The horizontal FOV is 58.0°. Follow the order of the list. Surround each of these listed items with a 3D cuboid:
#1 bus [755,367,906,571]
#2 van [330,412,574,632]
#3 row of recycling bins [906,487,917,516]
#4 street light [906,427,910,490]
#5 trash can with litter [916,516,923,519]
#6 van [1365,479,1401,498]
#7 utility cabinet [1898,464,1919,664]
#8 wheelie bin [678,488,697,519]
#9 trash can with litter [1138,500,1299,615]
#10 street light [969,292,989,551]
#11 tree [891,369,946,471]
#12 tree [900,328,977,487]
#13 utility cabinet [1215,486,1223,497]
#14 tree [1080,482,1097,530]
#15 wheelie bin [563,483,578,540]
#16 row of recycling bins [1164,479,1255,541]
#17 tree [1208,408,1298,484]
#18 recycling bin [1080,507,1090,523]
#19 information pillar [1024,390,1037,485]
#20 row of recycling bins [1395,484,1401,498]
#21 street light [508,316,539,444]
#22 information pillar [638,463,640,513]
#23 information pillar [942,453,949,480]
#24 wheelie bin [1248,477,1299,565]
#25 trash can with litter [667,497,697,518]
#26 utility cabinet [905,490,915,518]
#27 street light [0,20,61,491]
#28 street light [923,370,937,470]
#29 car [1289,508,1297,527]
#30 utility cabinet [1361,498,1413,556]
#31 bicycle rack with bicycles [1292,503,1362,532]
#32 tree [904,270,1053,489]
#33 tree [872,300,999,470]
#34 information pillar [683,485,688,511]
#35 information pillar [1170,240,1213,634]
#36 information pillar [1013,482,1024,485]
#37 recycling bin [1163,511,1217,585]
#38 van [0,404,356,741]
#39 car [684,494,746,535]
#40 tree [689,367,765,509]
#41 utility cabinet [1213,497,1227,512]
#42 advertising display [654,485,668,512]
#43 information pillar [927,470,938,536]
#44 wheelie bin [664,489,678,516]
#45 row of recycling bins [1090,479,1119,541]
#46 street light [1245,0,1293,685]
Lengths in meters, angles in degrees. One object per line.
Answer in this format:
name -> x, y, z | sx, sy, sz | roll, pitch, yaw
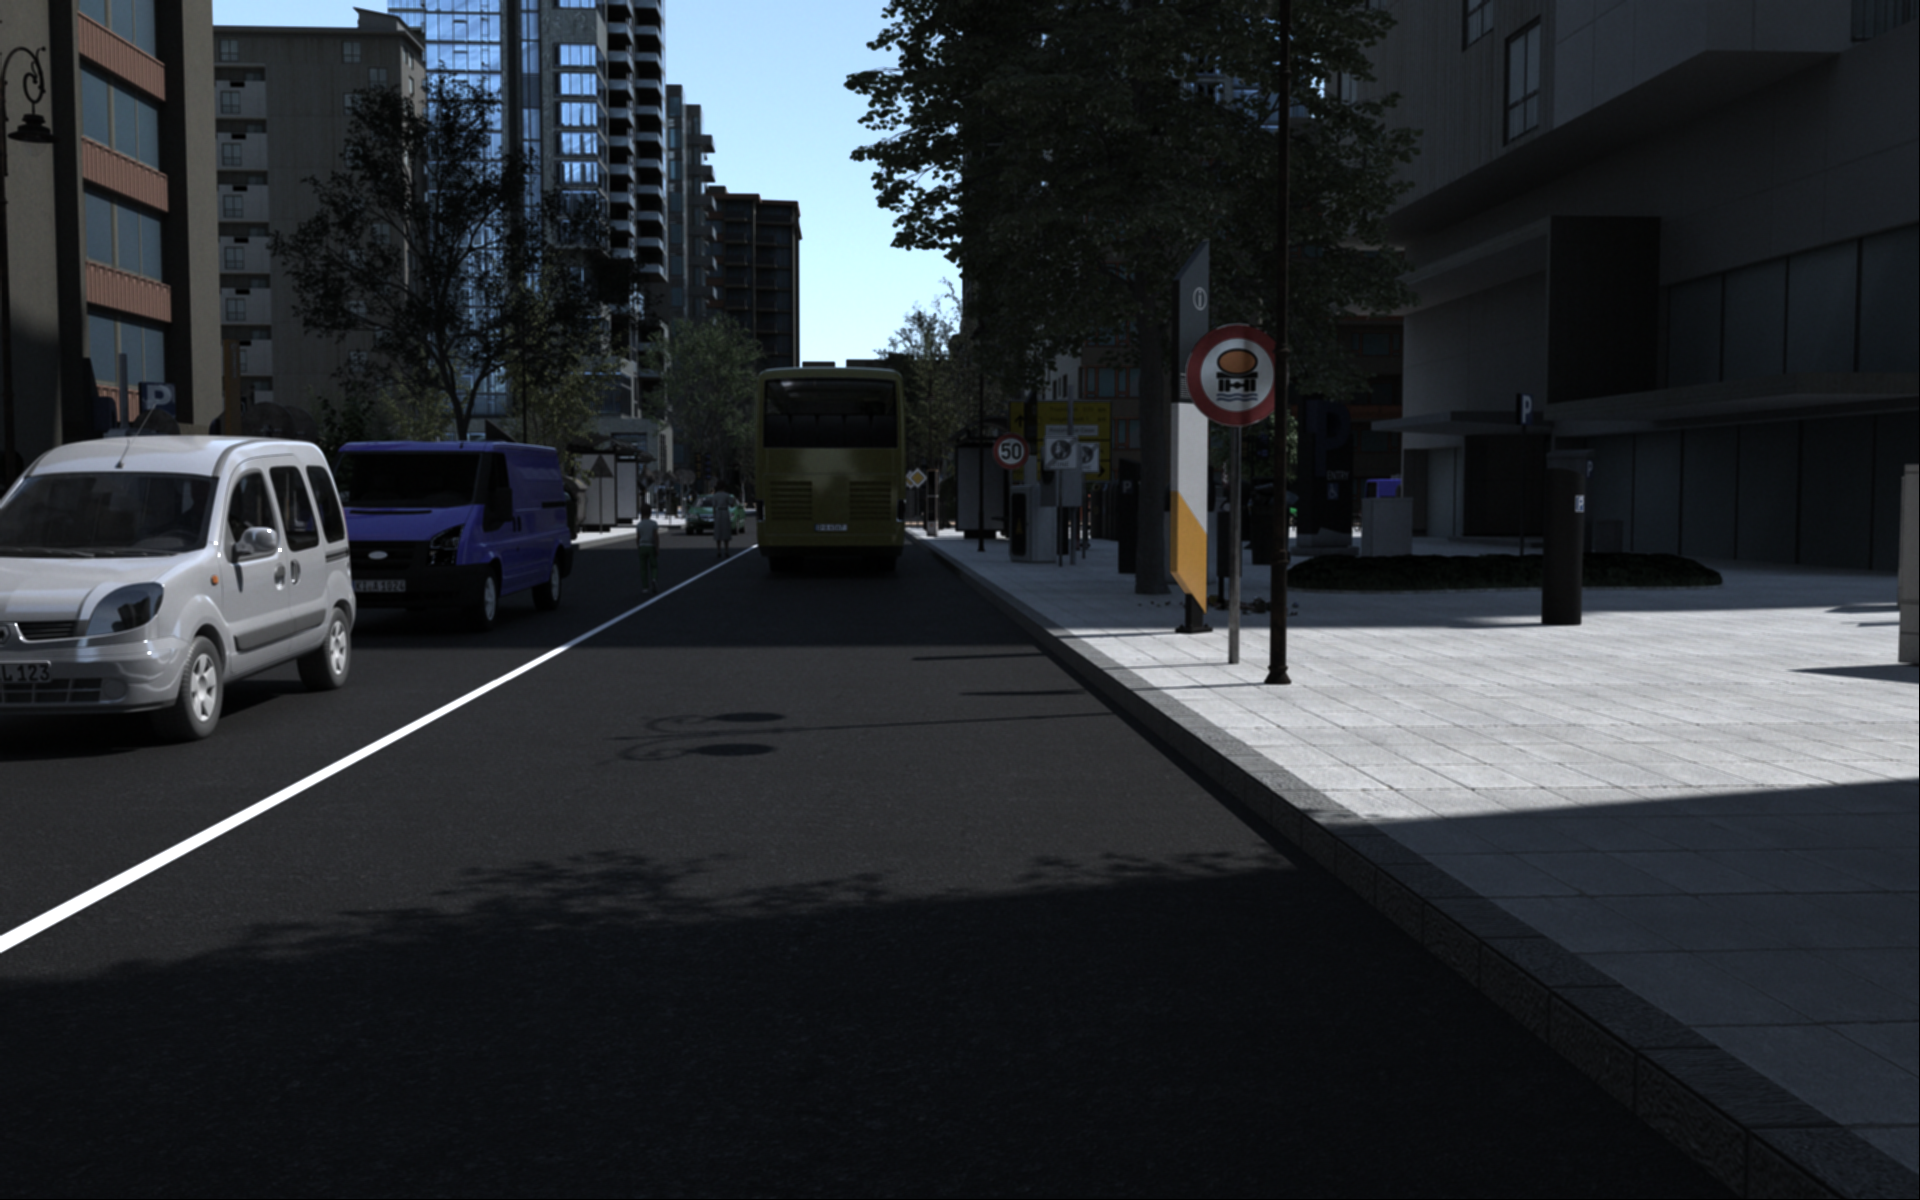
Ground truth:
bus -> -2.553, -2.658, 35.013 | 2.896, 3.916, 12.252 | 0, 4, -4
van -> -5.873, -0.941, 19.770 | 2.240, 2.365, 5.245 | 0, 4, -2
row of recycling bins -> -3.136, -5.910, 103.734 | 1.069, 1.692, 3.534 | 0, 4, -5
street light -> -2.848, -7.426, 94.210 | 0.468, 5.910, 1.993 | 0, 4, -3
trash can with litter -> -1.779, -4.759, 88.873 | 1.678, 1.210, 2.233 | 2, 4, 24
van -> 19.370, -4.089, 71.246 | 5.245, 2.365, 2.240 | 0, 4, -4
utility cabinet -> 7.455, -0.234, 12.507 | 0.318, 1.500, 1.173 | -2, 4, -29
wheelie bin -> -14.085, -5.049, 90.462 | 0.693, 1.594, 0.980 | -2, 4, -28
trash can with litter -> 3.032, -0.501, 19.252 | 1.678, 1.210, 2.233 | -1, 4, -12
street light -> 0.476, -4.027, 38.637 | 0.468, 5.910, 1.993 | 0, 4, -3
tree -> -4.739, -13.090, 139.782 | 9.928, 11.665, 9.643 | 0, 3, 0
tree -> -0.947, -7.698, 76.219 | 4.737, 8.622, 4.395 | 0, 3, 0
utility cabinet -> 6.339, -2.250, 45.471 | 1.173, 1.500, 0.318 | -2, 4, -25
tree -> 4.435, -4.146, 62.380 | 1.663, 3.219, 1.824 | 0, 3, 0
wheelie bin -> -11.051, -2.470, 48.299 | 0.693, 1.594, 0.980 | -2, 4, -27
row of recycling bins -> 7.274, -2.499, 47.967 | 3.534, 1.692, 1.069 | 2, 4, 32
tree -> 9.757, -4.397, 55.608 | 4.285, 4.588, 4.351 | 0, 3, 0
recycling bin -> 5.515, -3.995, 77.878 | 0.722, 1.027, 0.722 | -1, 4, -21
information pillar -> 1.508, -2.784, 36.870 | 0.183, 3.616, 0.504 | 2, 4, 29
row of recycling bins -> 16.717, -3.412, 62.901 | 1.069, 1.692, 3.534 | 3, 4, 36
street light -> -10.772, -4.286, 42.869 | 0.468, 5.910, 1.993 | 0, 4, -3
information pillar -> -22.142, -7.817, 119.161 | 0.183, 3.616, 0.504 | -1, 4, -13
information pillar -> -0.828, -6.565, 98.691 | 0.183, 3.616, 0.504 | -3, 5, -39
wheelie bin -> 5.673, -1.445, 31.526 | 0.980, 1.594, 0.693 | 2, 4, 25
trash can with litter -> -14.584, -4.991, 92.659 | 2.233, 1.210, 1.678 | 1, 4, 23
utility cabinet -> -2.947, -5.147, 92.837 | 1.173, 1.500, 0.318 | -3, 5, -42
street light -> -9.145, -2.680, 16.598 | 0.468, 5.910, 1.993 | 0, 4, -3
street light -> -1.111, -5.632, 64.864 | 0.468, 5.910, 1.993 | 0, 4, -3
car -> 11.439, -3.671, 68.809 | 4.718, 1.807, 1.959 | 0, 4, -5
utility cabinet -> 7.802, -1.254, 31.672 | 1.020, 1.237, 0.306 | -2, 4, -30
bicycle rack with bicycles -> 12.774, -2.851, 59.996 | 2.852, 0.926, 2.925 | 0, 4, -6
tree -> 0.630, -6.446, 55.751 | 4.360, 8.622, 3.978 | 0, 3, 0
tree -> -1.539, -9.154, 84.074 | 7.601, 10.594, 8.767 | -1, 4, -22
information pillar -> -21.139, -7.870, 133.171 | 0.304, 2.012, 0.304 | -2, 4, -31
information pillar -> 2.115, -1.501, 15.895 | 0.183, 3.616, 0.504 | 3, 5, 42
information pillar -> 1.528, -2.440, 44.380 | 0.304, 2.012, 0.304 | 2, 4, 35
recycling bin -> 3.282, -0.755, 24.901 | 0.722, 1.027, 0.722 | 1, 4, 18
van -> -5.296, -0.264, 11.326 | 2.013, 2.044, 4.112 | 0, 4, -3
car -> -8.744, -3.083, 62.202 | 2.131, 1.459, 4.920 | 0, 4, -2
tree -> -18.588, -14.404, 152.507 | 9.611, 12.733, 9.660 | 0, 3, 0
utility cabinet -> 4.731, -1.406, 34.148 | 1.020, 1.237, 0.306 | -1, 4, -20
advertising display -> -21.437, -7.274, 124.137 | 0.974, 1.923, 0.123 | 0, 4, -7
information pillar -> -0.837, -2.942, 52.587 | 0.304, 2.012, 0.304 | 1, 4, 11
wheelie bin -> -17.237, -5.859, 103.703 | 0.693, 1.594, 0.980 | 3, 4, 38
row of recycling bins -> 4.462, -2.539, 48.629 | 1.069, 1.692, 3.534 | -1, 4, -9
street light -> 2.154, -2.372, 11.564 | 0.468, 5.910, 1.993 | 0, 4, -3
